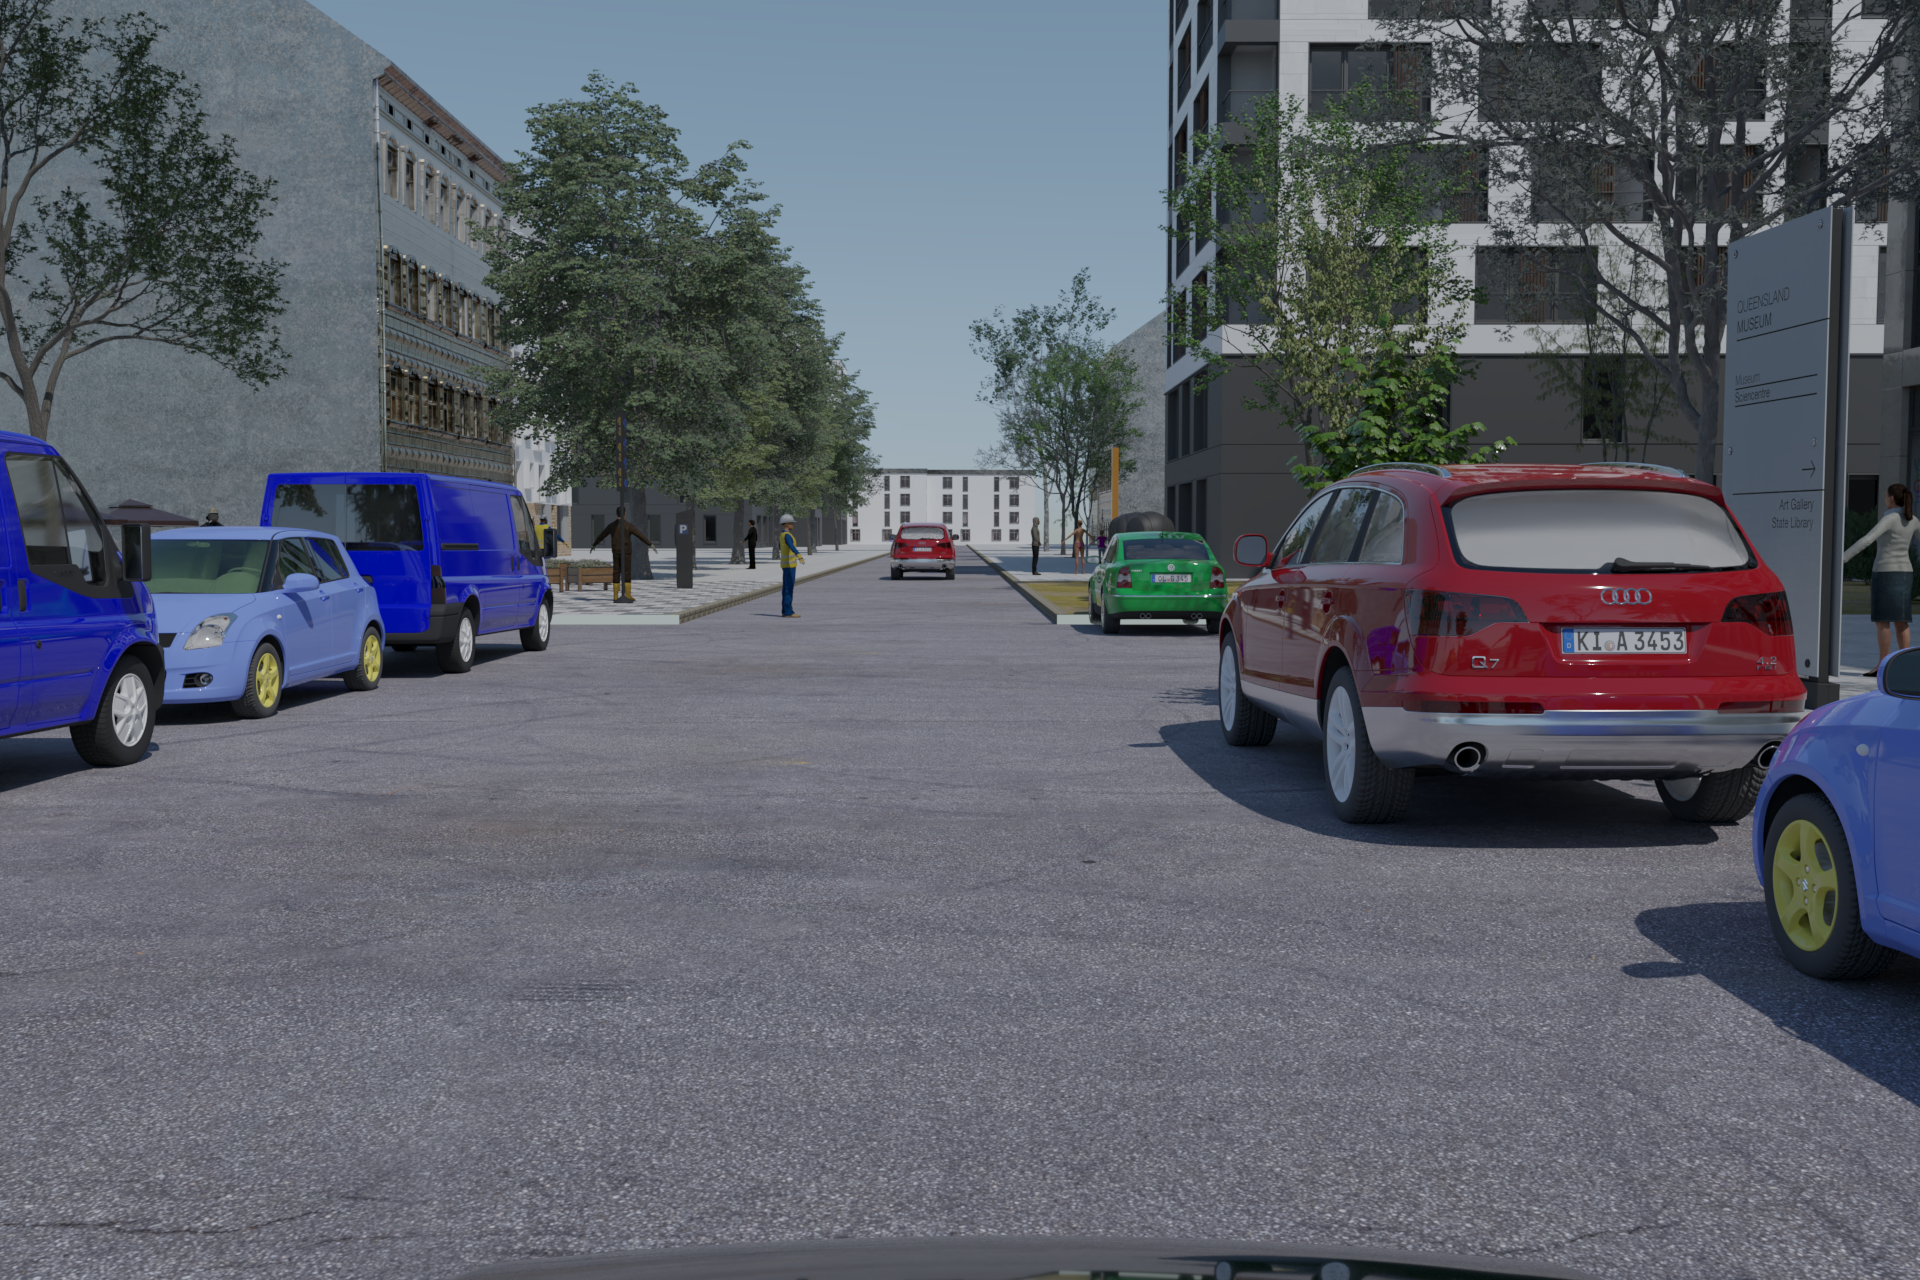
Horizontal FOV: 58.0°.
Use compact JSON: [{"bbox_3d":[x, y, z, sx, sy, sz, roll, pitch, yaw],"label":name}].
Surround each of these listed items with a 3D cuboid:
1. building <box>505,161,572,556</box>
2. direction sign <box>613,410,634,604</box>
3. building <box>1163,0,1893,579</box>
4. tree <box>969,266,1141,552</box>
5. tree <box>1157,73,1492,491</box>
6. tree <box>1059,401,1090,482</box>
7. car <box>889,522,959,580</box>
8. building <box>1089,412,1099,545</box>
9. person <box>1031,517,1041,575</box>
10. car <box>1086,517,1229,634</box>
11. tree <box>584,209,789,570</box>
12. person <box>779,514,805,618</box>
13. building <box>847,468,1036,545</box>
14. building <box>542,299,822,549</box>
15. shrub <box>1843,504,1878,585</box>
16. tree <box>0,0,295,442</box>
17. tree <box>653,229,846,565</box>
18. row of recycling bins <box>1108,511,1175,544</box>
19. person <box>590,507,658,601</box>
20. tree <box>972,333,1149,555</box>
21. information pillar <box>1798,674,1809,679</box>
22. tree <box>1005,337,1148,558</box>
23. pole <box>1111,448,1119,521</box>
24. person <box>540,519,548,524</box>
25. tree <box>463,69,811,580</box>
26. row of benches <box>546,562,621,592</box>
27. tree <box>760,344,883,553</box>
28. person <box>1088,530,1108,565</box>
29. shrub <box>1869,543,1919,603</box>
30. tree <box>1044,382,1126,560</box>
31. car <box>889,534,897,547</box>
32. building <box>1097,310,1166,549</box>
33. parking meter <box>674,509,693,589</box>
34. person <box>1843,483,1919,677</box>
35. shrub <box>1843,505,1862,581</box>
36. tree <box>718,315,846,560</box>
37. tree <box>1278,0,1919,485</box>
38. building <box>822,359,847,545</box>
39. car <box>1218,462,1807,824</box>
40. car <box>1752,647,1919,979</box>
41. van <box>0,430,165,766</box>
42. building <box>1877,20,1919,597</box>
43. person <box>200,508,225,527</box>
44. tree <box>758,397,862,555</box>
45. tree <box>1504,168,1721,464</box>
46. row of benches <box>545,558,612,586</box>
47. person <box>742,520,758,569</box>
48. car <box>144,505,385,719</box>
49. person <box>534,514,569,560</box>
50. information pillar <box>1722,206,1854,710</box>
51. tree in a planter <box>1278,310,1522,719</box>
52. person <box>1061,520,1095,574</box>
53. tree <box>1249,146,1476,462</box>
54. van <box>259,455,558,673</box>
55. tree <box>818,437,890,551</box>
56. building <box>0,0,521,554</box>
[{"bbox_3d":[-27.895,-14.241,89.262,16.016,20.090,11.380,0,3,0],"label":"building"},{"bbox_3d":[-6.253,-2.450,32.055,0.379,3.537,0.876,0,4,0],"label":"direction sign"},{"bbox_3d":[21.406,-13.527,65.144,27.936,21.610,32.646,0,4,0],"label":"building"},{"bbox_3d":[6.634,-16.405,124.111,12.611,20.169,13.585,0,3,0],"label":"tree"},{"bbox_3d":[8.394,-7.019,40.523,9.928,11.665,9.643,0,3,0],"label":"tree"},{"bbox_3d":[18.768,-22.442,222.821,12.611,20.169,13.585,0,3,0],"label":"tree"},{"bbox_3d":[-1.162,-2.870,55.591,2.281,1.827,5.304,0,4,0],"label":"car"},{"bbox_3d":[24.518,-22.248,194.686,19.493,23.208,18.063,0,3,0],"label":"building"},{"bbox_3d":[2.389,-2.930,54.026,0.705,1.813,1.348,0,4,0],"label":"person"},{"bbox_3d":[2.936,-1.068,26.257,1.959,1.807,4.718,0,3,0],"label":"car"},{"bbox_3d":[-9.899,-8.768,61.490,7.486,12.596,7.792,0,3,0],"label":"tree"},{"bbox_3d":[-2.879,-1.279,29.833,0.721,1.772,1.216,-1,4,-19],"label":"person"},{"bbox_3d":[-4.296,-16.960,221.896,28.070,9.664,9.099,0,4,-2],"label":"building"},{"bbox_3d":[-28.598,-19.760,167.058,27.936,21.610,32.646,0,4,0],"label":"building"},{"bbox_3d":[23.057,-2.389,43.476,1.690,2.028,1.600,0,3,0],"label":"shrub"},{"bbox_3d":[-12.704,-5.463,23.739,7.601,10.594,8.767,1,4,21],"label":"tree"},{"bbox_3d":[-9.369,-10.162,72.810,9.857,13.997,8.962,0,3,0],"label":"tree"},{"bbox_3d":[3.367,-1.574,32.845,1.069,1.692,3.534,0,4,-2],"label":"row of recycling bins"},{"bbox_3d":[-6.451,-1.648,33.084,1.346,1.812,0.704,1,4,8],"label":"person"},{"bbox_3d":[6.338,-11.889,104.747,12.009,13.543,11.850,0,3,0],"label":"tree"},{"bbox_3d":[6.945,-0.615,14.545,0.304,2.012,0.304,0,3,0],"label":"information pillar"},{"bbox_3d":[6.200,-10.195,92.441,9.928,11.665,9.643,0,3,0],"label":"tree"},{"bbox_3d":[3.667,-2.885,41.014,0.158,3.312,0.155,0,3,0],"label":"pole"},{"bbox_3d":[-13.344,-3.017,55.455,1.347,1.817,0.704,3,4,36],"label":"person"},{"bbox_3d":[-8.983,-8.656,48.181,9.857,13.997,8.962,0,3,0],"label":"tree"},{"bbox_3d":[-9.400,-1.378,37.992,4.104,0.672,1.422,-3,5,-42],"label":"row of benches"},{"bbox_3d":[-9.970,-12.747,115.076,9.857,13.997,8.962,0,3,0],"label":"tree"},{"bbox_3d":[5.241,-3.353,64.089,0.991,1.433,0.599,0,4,-3],"label":"person"},{"bbox_3d":[17.299,-1.273,31.937,1.383,1.207,1.383,0,3,0],"label":"shrub"},{"bbox_3d":[6.174,-8.160,83.782,4.360,8.622,3.978,0,3,0],"label":"tree"},{"bbox_3d":[-3.399,-5.990,107.520,1.945,1.707,3.694,0,3,0],"label":"car"},{"bbox_3d":[21.981,-19.500,149.756,19.493,23.208,18.063,0,4,0],"label":"building"},{"bbox_3d":[-6.497,-2.141,40.714,0.399,1.863,0.255,0,4,0],"label":"parking meter"},{"bbox_3d":[8.319,-0.534,15.559,1.217,1.735,0.721,-1,4,-19],"label":"person"},{"bbox_3d":[24.196,-2.656,47.463,1.661,2.075,1.752,0,3,0],"label":"shrub"},{"bbox_3d":[-9.390,-10.239,85.540,7.486,12.596,7.792,0,3,0],"label":"tree"},{"bbox_3d":[9.244,-6.793,21.434,12.009,13.543,11.850,0,3,0],"label":"tree"},{"bbox_3d":[-27.790,-21.768,199.888,27.936,21.610,32.646,0,4,-1],"label":"building"},{"bbox_3d":[2.852,-0.089,10.126,2.281,1.827,5.304,0,4,-1],"label":"car"},{"bbox_3d":[3.568,0.311,4.505,1.945,1.707,3.694,0,4,-1],"label":"car"},{"bbox_3d":[-6.050,-0.280,8.960,2.240,2.365,5.245,0,4,0],"label":"van"},{"bbox_3d":[27.761,-13.042,16.444,19.351,26.588,34.151,0,4,0],"label":"building"},{"bbox_3d":[-16.475,-1.986,38.247,1.354,1.856,0.705,-3,4,-37],"label":"person"},{"bbox_3d":[-9.307,-10.362,103.839,7.601,10.594,8.767,2,4,25],"label":"tree"},{"bbox_3d":[12.954,-5.114,33.979,4.360,8.622,3.978,0,3,0],"label":"tree"},{"bbox_3d":[-10.299,-1.775,44.480,4.104,0.672,1.422,3,5,44],"label":"row of benches"},{"bbox_3d":[-7.599,-3.475,63.008,0.705,1.806,1.347,1,4,13],"label":"person"},{"bbox_3d":[-6.208,-0.304,14.567,1.945,1.707,3.694,0,4,0],"label":"car"},{"bbox_3d":[-11.237,-2.496,46.778,1.349,1.833,0.705,1,4,10],"label":"person"},{"bbox_3d":[6.297,-1.344,13.288,0.184,3.620,1.656,0,4,0],"label":"information pillar"},{"bbox_3d":[3.432,-1.016,13.838,1.991,3.239,1.994,0,4,0],"label":"tree in a planter"},{"bbox_3d":[3.810,-2.985,55.611,1.217,1.733,0.721,-1,4,-23],"label":"person"},{"bbox_3d":[7.323,-5.061,33.104,4.737,8.622,4.395,0,3,0],"label":"tree"},{"bbox_3d":[-6.012,-0.923,19.471,2.240,2.365,5.245,0,4,0],"label":"van"},{"bbox_3d":[-9.436,-12.048,131.398,8.767,10.594,7.601,-2,4,-24],"label":"tree"},{"bbox_3d":[-28.085,-14.279,64.392,19.493,23.208,18.063,0,4,-1],"label":"building"}]
